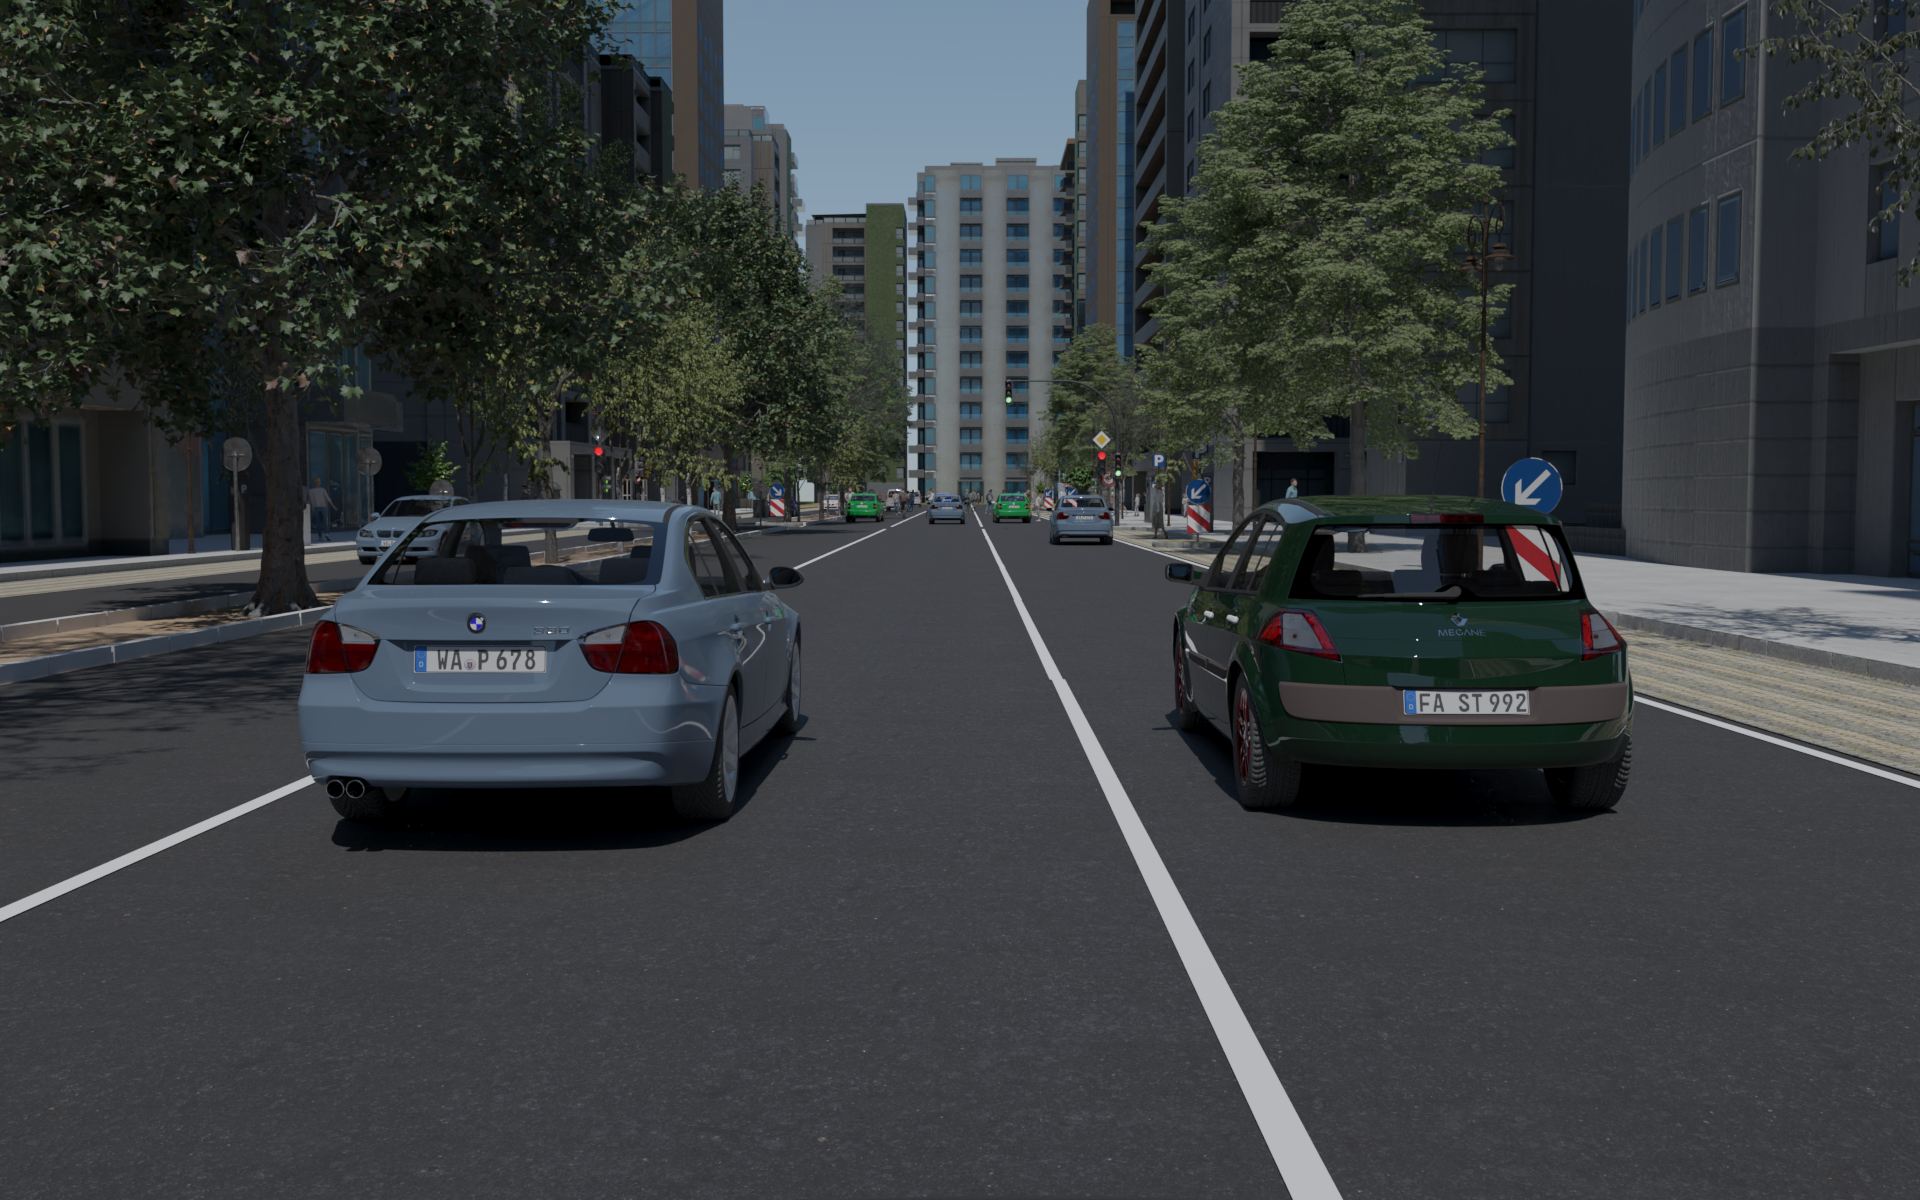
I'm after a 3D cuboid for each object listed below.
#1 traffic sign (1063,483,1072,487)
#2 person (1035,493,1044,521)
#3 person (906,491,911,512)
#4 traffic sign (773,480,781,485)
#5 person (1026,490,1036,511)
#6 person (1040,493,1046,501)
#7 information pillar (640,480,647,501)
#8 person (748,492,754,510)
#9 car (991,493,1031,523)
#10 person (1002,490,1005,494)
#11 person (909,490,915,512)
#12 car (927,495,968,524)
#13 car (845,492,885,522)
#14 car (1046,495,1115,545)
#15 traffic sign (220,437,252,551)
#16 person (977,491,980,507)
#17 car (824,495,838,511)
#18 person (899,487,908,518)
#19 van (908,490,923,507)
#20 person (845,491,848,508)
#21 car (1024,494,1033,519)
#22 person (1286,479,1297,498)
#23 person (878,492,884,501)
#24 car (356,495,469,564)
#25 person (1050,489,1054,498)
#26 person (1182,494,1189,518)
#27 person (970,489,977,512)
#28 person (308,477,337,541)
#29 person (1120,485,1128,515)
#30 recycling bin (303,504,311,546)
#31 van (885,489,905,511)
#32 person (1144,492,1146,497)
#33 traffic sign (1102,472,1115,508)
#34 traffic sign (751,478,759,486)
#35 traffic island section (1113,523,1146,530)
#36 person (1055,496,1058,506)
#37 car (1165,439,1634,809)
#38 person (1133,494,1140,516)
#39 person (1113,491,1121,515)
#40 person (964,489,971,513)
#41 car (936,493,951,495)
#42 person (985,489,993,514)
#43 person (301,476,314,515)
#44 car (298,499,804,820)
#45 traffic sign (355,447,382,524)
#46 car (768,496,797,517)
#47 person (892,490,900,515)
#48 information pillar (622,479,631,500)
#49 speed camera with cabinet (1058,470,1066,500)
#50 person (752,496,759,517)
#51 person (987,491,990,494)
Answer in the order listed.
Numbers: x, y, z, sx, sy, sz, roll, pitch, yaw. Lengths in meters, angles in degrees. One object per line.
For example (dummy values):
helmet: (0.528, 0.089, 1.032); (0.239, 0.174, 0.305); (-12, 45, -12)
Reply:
traffic sign: (8.463, -8.257, 135.006); (0.884, 2.594, 0.081); (0, 4, 6)
person: (4.149, -4.911, 91.390); (0.503, 1.515, 0.523); (3, 4, 37)
person: (-4.244, -8.131, 142.282); (0.563, 1.720, 0.643); (0, 4, -8)
traffic sign: (-16.164, -9.333, 152.703); (0.768, 2.556, 0.104); (0, 4, 8)
person: (6.135, -8.598, 149.301); (0.699, 1.804, 1.509); (-2, 4, -35)
person: (10.310, -12.497, 211.045); (1.217, 1.739, 0.721); (1, 4, 13)
information pillar: (-16.165, -5.129, 88.346); (0.304, 2.012, 0.304); (2, 4, 29)
person: (-17.268, -8.432, 143.769); (0.638, 1.841, 0.748); (0, 4, -2)
car: (2.561, -4.752, 86.488); (1.959, 1.807, 4.718); (0, 4, -1)
person: (3.975, -9.322, 160.874); (0.705, 1.831, 1.348); (-2, 4, -30)
person: (-3.889, -8.016, 139.823); (0.793, 1.790, 0.793); (2, 4, 26)
car: (-0.618, -4.376, 83.549); (2.014, 1.417, 4.499); (0, 3, 0)
car: (-4.870, -4.912, 89.109); (1.959, 1.807, 4.718); (0, 4, 1)
car: (3.494, -2.333, 50.149); (2.014, 1.417, 4.499); (0, 4, 2)
traffic sign: (-16.182, -2.361, 38.713); (0.768, 2.556, 0.104); (1, 4, 9)
person: (2.117, -11.472, 196.076); (0.705, 1.824, 1.348); (0, 4, 4)
car: (-10.972, -8.376, 149.315); (2.083, 1.381, 4.827); (0, 4, 0)
person: (-3.386, -5.796, 103.224); (0.622, 1.834, 0.822); (1, 4, 23)
van: (-5.065, -11.175, 189.718); (2.013, 2.044, 4.112); (0, 4, -1)
person: (-10.790, -9.555, 165.664); (0.436, 1.711, 0.756); (-1, 4, -13)
car: (3.267, -5.536, 100.739); (2.015, 1.641, 3.980); (0, 4, 0)
person: (11.638, -3.358, 60.968); (0.620, 1.820, 0.660); (2, 4, 31)
person: (-9.300, -11.787, 201.931); (1.217, 1.743, 0.721); (1, 4, 8)
car: (-11.368, -1.523, 36.911); (2.014, 1.417, 4.499); (0, 4, 0)
person: (10.959, -12.296, 206.718); (0.705, 1.869, 1.348); (-1, 4, -17)
person: (12.092, -5.029, 92.549); (0.425, 1.301, 0.394); (-3, 5, -45)
person: (1.133, -8.077, 140.660); (0.679, 1.850, 0.850); (3, 5, 42)
person: (-17.307, -2.470, 47.092); (0.731, 1.740, 0.598); (-3, 4, -39)
person: (9.888, -6.049, 104.966); (0.654, 1.822, 0.581); (0, 4, 4)
recycling bin: (-16.477, -1.836, 42.565); (0.722, 1.027, 0.722); (1, 4, 19)
van: (-5.491, -8.737, 149.858); (2.013, 2.044, 4.112); (0, 4, 2)
person: (10.756, -5.694, 99.325); (0.466, 1.800, 0.511); (0, 4, 1)
traffic sign: (8.531, -6.073, 99.392); (0.768, 2.556, 0.104); (0, 4, 4)
traffic sign: (-16.036, -8.262, 135.192); (0.768, 2.556, 0.104); (0, 4, 4)
traffic island section: (6.280, -2.866, 69.140); (2.009, 0.180, 2.903); (0, 4, 0)
person: (6.739, -6.546, 119.768); (0.590, 1.304, 0.306); (-3, 4, -37)
car: (2.156, 0.032, 9.271); (2.009, 1.686, 4.222); (0, 4, 1)
person: (10.194, -5.487, 100.034); (0.394, 1.301, 0.425); (1, 4, 19)
person: (9.360, -5.965, 103.774); (0.606, 1.804, 0.583); (-3, 4, -37)
person: (0.611, -7.385, 129.416); (0.590, 1.801, 0.661); (1, 4, 18)
car: (-1.221, -7.438, 131.202); (1.945, 1.707, 3.694); (0, 4, 1)
person: (2.110, -6.986, 123.076); (0.623, 1.781, 0.721); (1, 4, 20)
person: (-17.375, -2.400, 45.559); (0.678, 1.792, 0.850); (-2, 4, -35)
car: (-1.855, 0.190, 8.903); (2.014, 1.417, 4.499); (0, 4, 1)
traffic sign: (-16.133, -2.882, 47.234); (0.768, 2.556, 0.104); (1, 4, 9)
car: (-11.113, -5.892, 108.908); (1.945, 1.354, 3.894); (0, 3, 0)
person: (-4.312, -6.789, 120.172); (0.731, 1.740, 0.598); (-1, 4, -21)
information pillar: (-16.671, -5.026, 86.667); (0.304, 2.012, 0.304); (2, 4, 26)
speed camera with cabinet: (8.370, -9.048, 142.269); (0.660, 3.252, 2.038); (0, 4, 2)
person: (-12.726, -6.131, 108.604); (0.748, 1.841, 0.638); (2, 4, 28)
person: (3.837, -13.206, 224.291); (0.599, 1.838, 0.709); (-2, 4, -25)
